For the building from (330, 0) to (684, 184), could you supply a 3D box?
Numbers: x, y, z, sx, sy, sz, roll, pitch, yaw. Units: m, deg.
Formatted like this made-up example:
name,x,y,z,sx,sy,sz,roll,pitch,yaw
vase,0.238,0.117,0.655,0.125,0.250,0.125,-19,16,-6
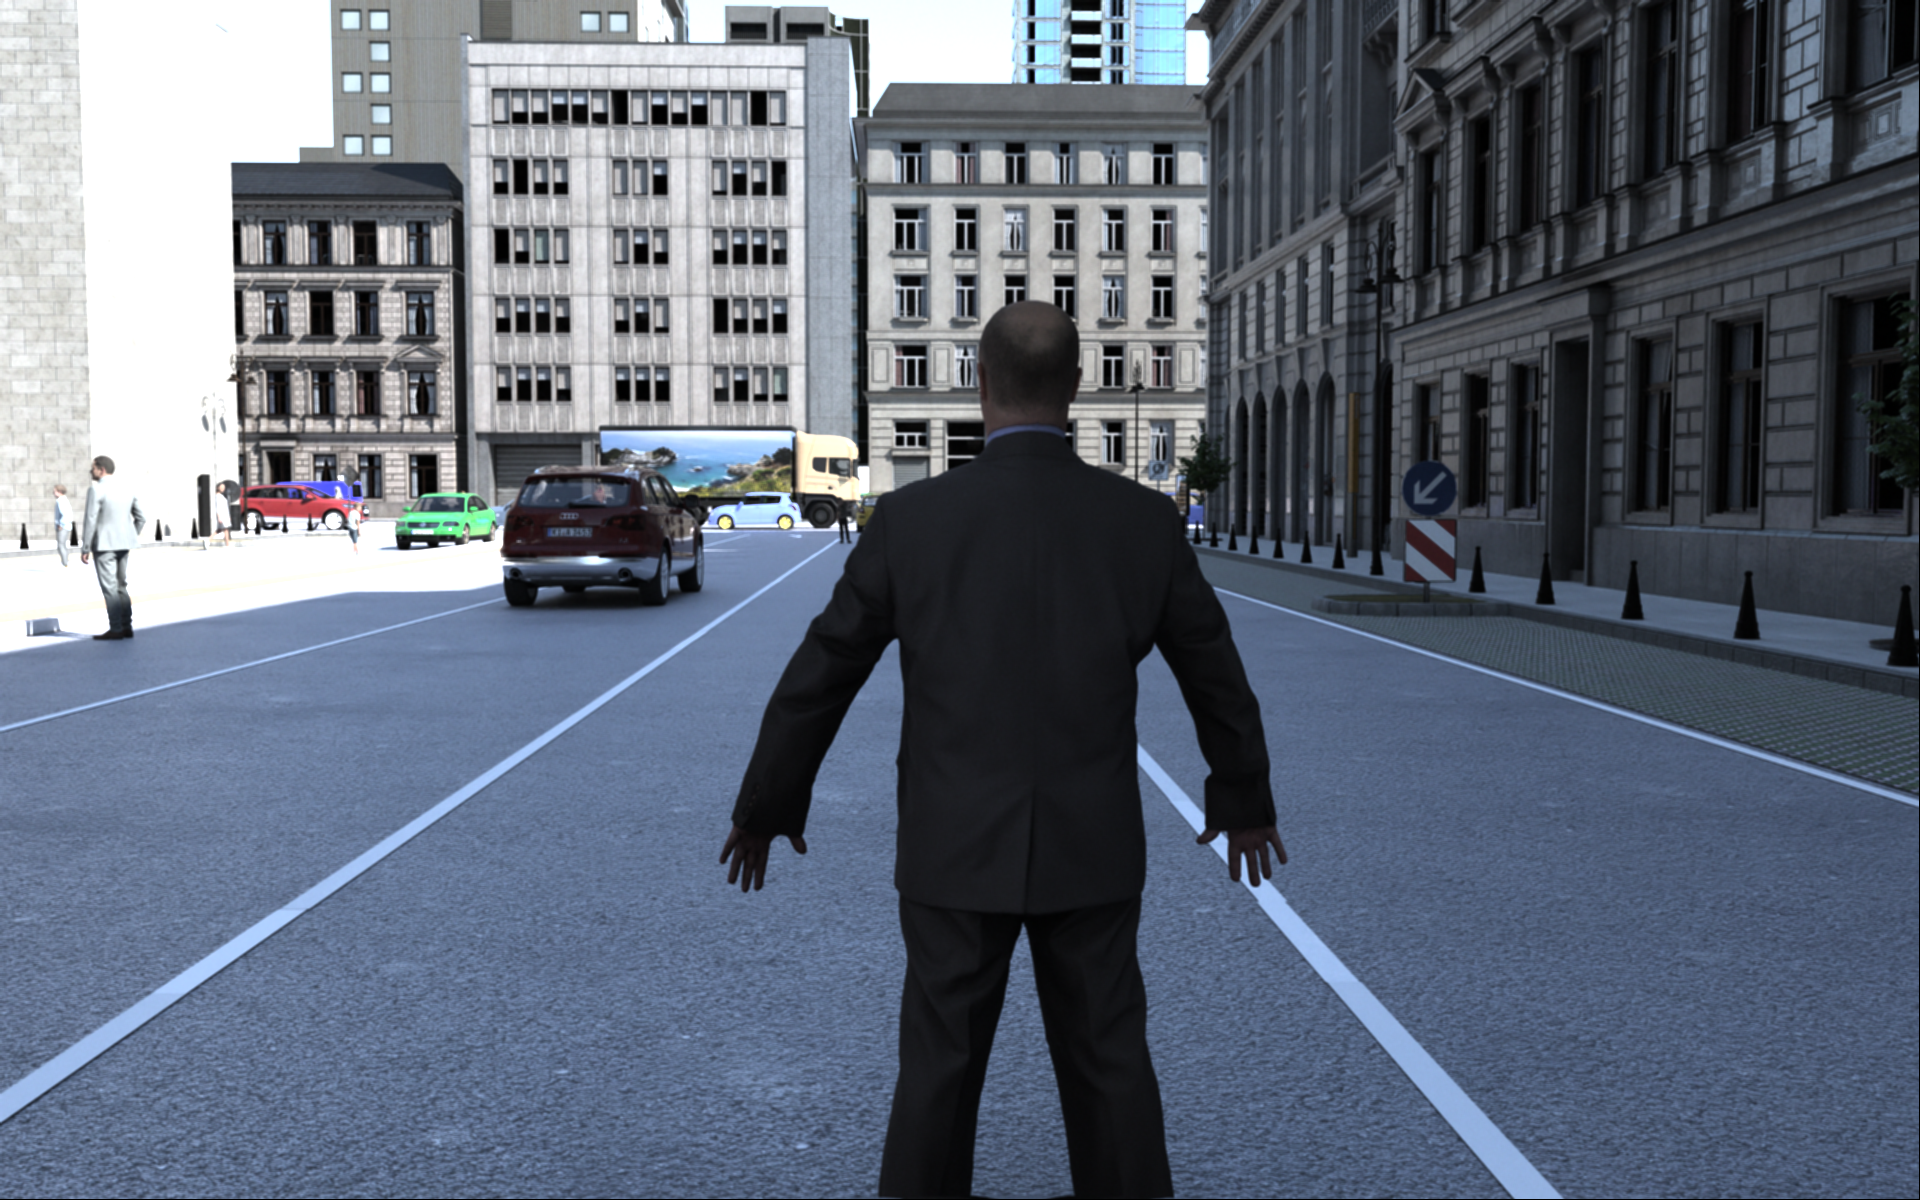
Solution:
name,x,y,z,sx,sy,sz,roll,pitch,yaw
building,-42.058,-35.250,165.570,28.713,52.752,27.495,0,4,-2

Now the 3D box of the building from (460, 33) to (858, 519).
name,x,y,z,sx,sy,sz,roll,pitch,yaw
building,-15.776,-16.973,95.535,19.932,24.808,12.078,0,4,-2

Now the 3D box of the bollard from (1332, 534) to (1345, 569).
name,x,y,z,sx,sy,sz,roll,pitch,yaw
bollard,6.517,-0.842,29.808,0.229,0.601,0.229,0,3,0

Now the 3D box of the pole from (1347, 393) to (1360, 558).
name,x,y,z,sx,sy,sz,roll,pitch,yaw
pole,7.933,-2.513,34.938,0.158,3.312,0.155,0,3,0

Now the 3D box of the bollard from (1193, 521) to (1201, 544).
name,x,y,z,sx,sy,sz,roll,pitch,yaw
bollard,6.063,-1.726,44.269,0.229,0.601,0.229,0,3,0

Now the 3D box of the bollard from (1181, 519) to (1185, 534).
name,x,y,z,sx,sy,sz,roll,pitch,yaw
bollard,5.985,-1.873,46.672,0.229,0.601,0.229,0,3,0

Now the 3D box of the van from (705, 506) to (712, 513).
name,x,y,z,sx,sy,sz,roll,pitch,yaw
van,-12.000,-4.517,80.870,4.112,2.044,2.013,0,4,-3

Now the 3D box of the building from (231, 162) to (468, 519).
name,x,y,z,sx,sy,sz,roll,pitch,yaw
building,-35.332,-14.012,93.721,19.286,19.102,10.561,0,4,-2

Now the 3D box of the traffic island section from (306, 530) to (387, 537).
name,x,y,z,sx,sy,sz,roll,pitch,yaw
traffic island section,-20.890,-2.261,59.255,2.009,0.180,2.903,0,4,-2

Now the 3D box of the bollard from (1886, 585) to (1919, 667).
name,x,y,z,sx,sy,sz,roll,pitch,yaw
bollard,7.058,0.190,12.941,0.229,0.601,0.229,0,3,0

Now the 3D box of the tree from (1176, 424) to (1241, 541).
name,x,y,z,sx,sy,sz,roll,pitch,yaw
tree,6.704,-3.262,47.943,1.663,3.219,1.824,0,3,0

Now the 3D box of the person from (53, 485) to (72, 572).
name,x,y,z,sx,sy,sz,roll,pitch,yaw
person,-16.537,-1.320,31.896,0.330,1.601,0.589,-1,4,-16

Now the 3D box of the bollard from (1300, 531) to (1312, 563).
name,x,y,z,sx,sy,sz,roll,pitch,yaw
bollard,6.448,-0.990,32.228,0.229,0.601,0.229,0,3,0

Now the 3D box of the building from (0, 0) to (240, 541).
name,x,y,z,sx,sy,sz,roll,pitch,yaw
building,-32.289,-12.052,51.809,16.860,20.320,10.420,0,4,-2

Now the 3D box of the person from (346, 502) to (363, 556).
name,x,y,z,sx,sy,sz,roll,pitch,yaw
person,-13.923,-1.630,39.842,0.352,1.250,0.332,-1,4,-23

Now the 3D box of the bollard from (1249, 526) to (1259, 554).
name,x,y,z,sx,sy,sz,roll,pitch,yaw
bollard,6.292,-1.285,37.045,0.229,0.601,0.229,0,3,0

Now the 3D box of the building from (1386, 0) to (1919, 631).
name,x,y,z,sx,sy,sz,roll,pitch,yaw
building,13.446,-9.775,24.449,10.561,19.102,19.286,0,4,-2

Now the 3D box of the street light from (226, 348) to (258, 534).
name,x,y,z,sx,sy,sz,roll,pitch,yaw
street light,-22.740,-5.029,55.012,0.468,5.910,1.993,0,4,-2

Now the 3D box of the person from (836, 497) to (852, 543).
name,x,y,z,sx,sy,sz,roll,pitch,yaw
person,-3.381,-2.330,50.506,0.435,1.345,0.340,-1,4,-12

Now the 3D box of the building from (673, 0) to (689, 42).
name,x,y,z,sx,sy,sz,roll,pitch,yaw
building,-44.255,-54.532,204.272,31.000,86.520,22.319,0,4,-2

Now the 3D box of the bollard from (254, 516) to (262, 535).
name,x,y,z,sx,sy,sz,roll,pitch,yaw
bollard,-22.167,-2.362,54.655,0.229,0.601,0.229,0,3,0

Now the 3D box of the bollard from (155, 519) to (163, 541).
name,x,y,z,sx,sy,sz,roll,pitch,yaw
bollard,-21.938,-1.918,47.402,0.229,0.601,0.229,0,3,0

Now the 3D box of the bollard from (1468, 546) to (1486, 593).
name,x,y,z,sx,sy,sz,roll,pitch,yaw
bollard,6.749,-0.400,22.582,0.229,0.601,0.229,0,3,0

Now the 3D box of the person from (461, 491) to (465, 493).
name,x,y,z,sx,sy,sz,roll,pitch,yaw
person,-20.970,-3.832,73.426,0.388,1.546,0.482,-1,4,-15

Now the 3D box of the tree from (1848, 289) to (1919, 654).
name,x,y,z,sx,sy,sz,roll,pitch,yaw
tree,7.941,-1.194,14.122,1.663,3.219,1.824,0,3,0

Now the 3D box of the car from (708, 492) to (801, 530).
name,x,y,z,sx,sy,sz,roll,pitch,yaw
car,-8.263,-3.670,69.595,3.694,1.707,1.945,0,4,-3

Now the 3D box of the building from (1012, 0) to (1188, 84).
name,x,y,z,sx,sy,sz,roll,pitch,yaw
building,14.857,-54.353,201.340,22.319,86.520,31.000,0,4,-2

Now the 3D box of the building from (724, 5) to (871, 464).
name,x,y,z,sx,sy,sz,roll,pitch,yaw
building,-23.580,-50.102,257.426,20.611,71.187,20.563,0,4,-2

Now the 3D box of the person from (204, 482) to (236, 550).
name,x,y,z,sx,sy,sz,roll,pitch,yaw
person,-18.788,-2.122,43.945,0.760,1.731,0.466,-3,5,-44

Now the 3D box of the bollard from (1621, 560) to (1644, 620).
name,x,y,z,sx,sy,sz,roll,pitch,yaw
bollard,6.902,-0.105,17.760,0.229,0.601,0.229,0,3,0

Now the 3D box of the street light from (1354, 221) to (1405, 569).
name,x,y,z,sx,sy,sz,roll,pitch,yaw
street light,7.145,-3.476,29.627,0.468,5.910,1.993,0,4,-2

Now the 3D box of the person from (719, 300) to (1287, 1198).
name,x,y,z,sx,sy,sz,roll,pitch,yaw
person,0.082,0.368,3.030,0.990,1.755,0.434,0,4,-5

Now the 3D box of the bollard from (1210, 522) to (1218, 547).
name,x,y,z,sx,sy,sz,roll,pitch,yaw
bollard,6.142,-1.580,41.866,0.229,0.601,0.229,0,3,0

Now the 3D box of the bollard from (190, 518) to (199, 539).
name,x,y,z,sx,sy,sz,roll,pitch,yaw
bollard,-22.019,-2.066,49.813,0.229,0.601,0.229,0,3,0

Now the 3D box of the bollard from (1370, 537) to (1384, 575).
name,x,y,z,sx,sy,sz,roll,pitch,yaw
bollard,6.598,-0.694,27.395,0.229,0.601,0.229,0,3,0

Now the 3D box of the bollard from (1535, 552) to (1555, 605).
name,x,y,z,sx,sy,sz,roll,pitch,yaw
bollard,6.825,-0.253,20.179,0.229,0.601,0.229,0,3,0

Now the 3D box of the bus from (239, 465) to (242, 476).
name,x,y,z,sx,sy,sz,roll,pitch,yaw
bus,-41.470,-5.643,83.814,12.252,3.916,2.896,0,4,-4

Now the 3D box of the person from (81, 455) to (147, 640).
name,x,y,z,sx,sy,sz,roll,pitch,yaw
person,-8.375,-0.520,17.105,0.391,1.810,0.635,1,4,13

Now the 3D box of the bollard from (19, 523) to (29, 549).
name,x,y,z,sx,sy,sz,roll,pitch,yaw
bollard,-21.712,-1.476,40.172,0.229,0.601,0.229,0,3,0

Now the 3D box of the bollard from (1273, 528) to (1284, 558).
name,x,y,z,sx,sy,sz,roll,pitch,yaw
bollard,6.369,-1.137,34.631,0.229,0.601,0.229,0,3,0

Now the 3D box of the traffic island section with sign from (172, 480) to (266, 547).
name,x,y,z,sx,sy,sz,roll,pitch,yaw
traffic island section with sign,-20.185,-2.372,47.406,1.989,1.847,2.006,0,4,-2

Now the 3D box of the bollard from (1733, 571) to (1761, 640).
name,x,y,z,sx,sy,sz,roll,pitch,yaw
bollard,6.981,0.042,15.348,0.229,0.601,0.229,0,3,0

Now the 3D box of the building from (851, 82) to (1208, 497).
name,x,y,z,sx,sy,sz,roll,pitch,yaw
building,9.144,-16.214,98.377,30.059,22.955,16.112,0,4,-2

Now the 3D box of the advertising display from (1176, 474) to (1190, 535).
name,x,y,z,sx,sy,sz,roll,pitch,yaw
advertising display,7.061,-3.039,54.898,0.123,1.923,0.974,-1,4,-13

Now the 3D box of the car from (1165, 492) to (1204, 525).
name,x,y,z,sx,sy,sz,roll,pitch,yaw
car,9.255,-3.688,69.885,3.694,1.707,1.945,0,4,-2

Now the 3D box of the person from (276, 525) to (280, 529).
name,x,y,z,sx,sy,sz,roll,pitch,yaw
person,-27.868,-3.781,70.508,0.473,1.802,0.592,-3,4,-36

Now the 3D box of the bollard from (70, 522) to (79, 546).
name,x,y,z,sx,sy,sz,roll,pitch,yaw
bollard,-21.788,-1.623,42.583,0.229,0.601,0.229,0,3,0

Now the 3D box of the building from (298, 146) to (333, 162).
name,x,y,z,sx,sy,sz,roll,pitch,yaw
building,-71.579,-31.066,199.812,23.993,40.220,32.217,0,4,-2

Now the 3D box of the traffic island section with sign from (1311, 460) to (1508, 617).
name,x,y,z,sx,sy,sz,roll,pitch,yaw
traffic island section with sign,5.371,-0.761,21.077,1.989,1.847,2.006,0,4,-2

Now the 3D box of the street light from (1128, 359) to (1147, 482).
name,x,y,z,sx,sy,sz,roll,pitch,yaw
street light,6.072,-5.304,59.512,0.468,5.910,1.993,0,4,-2

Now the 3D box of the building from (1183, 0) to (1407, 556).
name,x,y,z,sx,sy,sz,roll,pitch,yaw
building,14.447,-12.511,46.360,13.314,21.916,24.055,0,4,-2

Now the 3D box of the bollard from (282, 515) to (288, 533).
name,x,y,z,sx,sy,sz,roll,pitch,yaw
bollard,-22.247,-2.509,57.070,0.229,0.601,0.229,0,3,0

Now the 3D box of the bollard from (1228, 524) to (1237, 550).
name,x,y,z,sx,sy,sz,roll,pitch,yaw
bollard,6.215,-1.433,39.463,0.229,0.601,0.229,0,3,0

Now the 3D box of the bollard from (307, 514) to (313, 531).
name,x,y,z,sx,sy,sz,roll,pitch,yaw
bollard,-22.321,-2.657,59.481,0.229,0.601,0.229,0,3,0

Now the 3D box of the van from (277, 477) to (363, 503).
name,x,y,z,sx,sy,sz,roll,pitch,yaw
van,-32.307,-4.964,85.538,5.245,2.365,2.240,0,4,-2

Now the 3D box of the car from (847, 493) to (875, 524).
name,x,y,z,sx,sy,sz,roll,pitch,yaw
car,-4.116,-4.657,84.936,4.718,1.807,1.959,0,4,-4
